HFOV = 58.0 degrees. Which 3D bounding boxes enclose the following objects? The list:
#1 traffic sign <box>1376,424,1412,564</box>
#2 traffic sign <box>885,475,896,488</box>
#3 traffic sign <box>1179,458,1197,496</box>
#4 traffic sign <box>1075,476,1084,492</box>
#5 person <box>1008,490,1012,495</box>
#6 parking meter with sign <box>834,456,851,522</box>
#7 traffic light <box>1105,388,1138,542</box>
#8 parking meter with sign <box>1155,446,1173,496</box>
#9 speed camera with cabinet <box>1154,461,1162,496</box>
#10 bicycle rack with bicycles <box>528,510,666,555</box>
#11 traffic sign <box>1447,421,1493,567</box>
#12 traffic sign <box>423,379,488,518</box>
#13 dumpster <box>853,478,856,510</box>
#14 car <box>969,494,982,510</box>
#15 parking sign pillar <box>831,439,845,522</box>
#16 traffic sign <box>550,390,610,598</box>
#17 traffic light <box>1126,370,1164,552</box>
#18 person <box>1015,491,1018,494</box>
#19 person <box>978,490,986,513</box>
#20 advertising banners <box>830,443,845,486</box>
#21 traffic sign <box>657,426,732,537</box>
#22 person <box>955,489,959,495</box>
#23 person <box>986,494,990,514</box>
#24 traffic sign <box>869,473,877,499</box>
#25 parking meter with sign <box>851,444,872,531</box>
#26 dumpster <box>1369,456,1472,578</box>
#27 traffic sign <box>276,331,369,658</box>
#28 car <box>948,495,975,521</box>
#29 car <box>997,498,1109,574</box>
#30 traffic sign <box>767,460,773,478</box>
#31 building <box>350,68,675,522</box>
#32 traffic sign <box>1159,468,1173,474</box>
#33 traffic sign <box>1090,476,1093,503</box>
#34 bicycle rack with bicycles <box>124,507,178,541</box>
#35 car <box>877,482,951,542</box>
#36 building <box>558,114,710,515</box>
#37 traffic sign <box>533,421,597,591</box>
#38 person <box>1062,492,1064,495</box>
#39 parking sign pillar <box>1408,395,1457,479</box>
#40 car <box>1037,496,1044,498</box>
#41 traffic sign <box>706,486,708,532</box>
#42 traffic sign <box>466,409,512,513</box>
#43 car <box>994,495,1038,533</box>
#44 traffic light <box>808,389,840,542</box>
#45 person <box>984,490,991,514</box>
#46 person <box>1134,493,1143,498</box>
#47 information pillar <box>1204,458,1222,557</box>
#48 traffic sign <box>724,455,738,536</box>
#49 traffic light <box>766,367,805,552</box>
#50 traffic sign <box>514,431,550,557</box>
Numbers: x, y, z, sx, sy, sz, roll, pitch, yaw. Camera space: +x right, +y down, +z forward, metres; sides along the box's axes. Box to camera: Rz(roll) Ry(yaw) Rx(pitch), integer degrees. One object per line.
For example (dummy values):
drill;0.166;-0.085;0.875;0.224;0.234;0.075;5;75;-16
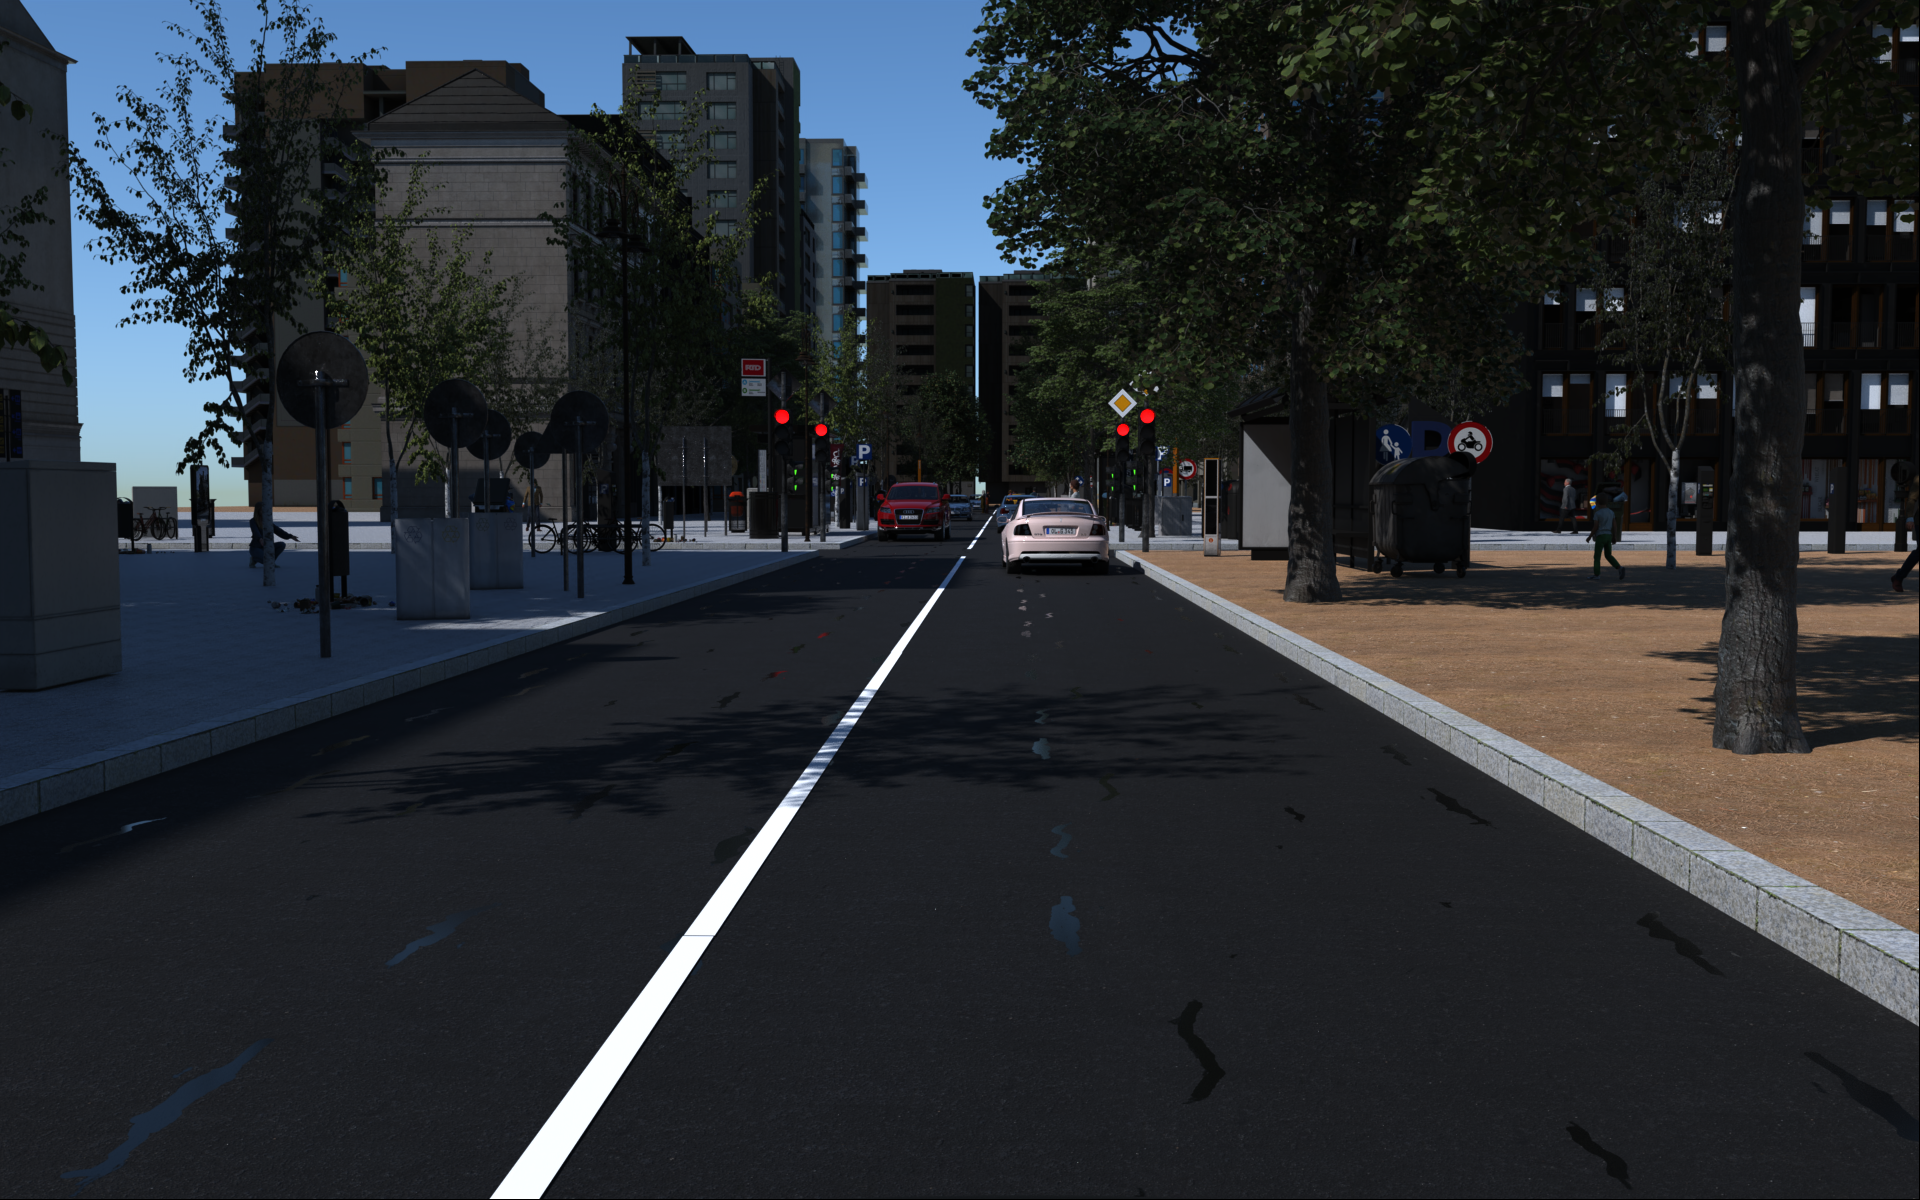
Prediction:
traffic sign;7.843;-1.927;31.608;0.768;2.556;0.104;0;4;2
traffic sign;-4.586;-6.995;114.468;0.768;2.556;0.104;0;4;8
traffic sign;8.000;-3.747;61.362;0.768;2.556;0.104;0;4;8
traffic sign;8.230;-7.360;120.442;0.768;2.556;0.104;1;4;8
person;3.931;-7.435;130.781;0.721;1.743;1.217;0;4;3
parking meter with sign;-5.168;-5.020;78.333;0.543;3.016;1.738;-2;4;-33
traffic light;4.301;-3.499;46.135;0.839;4.253;0.868;0;4;2
parking meter with sign;7.647;-4.066;62.748;0.543;3.016;1.738;2;4;28
speed camera with cabinet;9.504;-5.219;79.666;0.660;3.252;2.038;-1;4;-11
bicycle rack with bicycles;-7.819;-1.466;37.356;2.925;0.926;2.852;-1;4;-9
traffic sign;8.888;-1.844;30.259;0.768;2.556;0.104;0;4;7
traffic sign;-5.584;-1.166;19.165;0.768;2.556;0.104;1;4;11
dumpster;-6.440;-6.120;102.552;1.502;2.255;1.985;0;4;2
car;1.435;-7.966;142.252;2.014;1.417;4.499;0;4;3
parking sign pillar;-5.758;-5.685;81.428;1.447;3.967;1.447;1;4;12
traffic sign;-4.684;-1.297;21.315;0.768;2.556;0.104;1;4;10
traffic light;4.082;-3.011;38.153;0.839;4.253;0.868;0;4;2
person;5.694;-10.250;176.531;0.568;1.767;0.683;-1;4;-20
person;1.665;-7.326;129.008;0.721;1.736;1.217;2;4;27
advertising banners;-5.011;-3.888;59.753;2.074;3.025;0.090;-1;4;-8
traffic sign;-7.953;-3.546;51.848;2.265;3.308;0.079;0;4;5
person;-0.382;-11.383;192.112;0.705;1.831;1.348;1;4;23
person;2.018;-7.005;126.298;0.557;1.426;1.065;-1;4;-10
traffic sign;-5.180;-6.160;100.817;0.768;2.556;0.104;1;4;11
parking meter with sign;-3.426;-3.968;61.135;0.543;3.016;1.738;0;4;-6
dumpster;7.217;-1.309;27.153;1.264;1.857;1.865;0;4;2
traffic sign;-4.988;-0.822;13.541;0.768;2.556;0.104;1;4;8
car;-0.212;-4.986;93.518;2.014;1.417;4.499;0;4;2
car;1.746;-1.232;32.499;2.083;1.381;4.827;0;4;0
traffic sign;-6.617;-3.726;60.649;0.795;2.593;0.064;0;4;6
building;-22.189;-14.025;80.226;10.553;20.767;40.483;0;4;2
traffic sign;10.100;-5.186;84.904;0.768;2.556;0.104;0;4;7
traffic sign;9.066;-7.313;119.670;0.768;2.556;0.104;0;4;5
bicycle rack with bicycles;-23.134;-2.155;48.615;2.852;0.926;2.925;1;4;17
car;-1.388;-2.774;54.027;2.281;1.827;5.304;0;4;3
building;-23.277;-17.120;109.587;12.332;23.373;15.834;0;4;2
traffic sign;-5.220;-1.400;22.890;0.884;2.594;0.081;1;4;9
person;10.492;-10.146;172.865;0.756;1.711;0.436;-3;4;-36
parking sign pillar;12.622;-3.531;46.198;1.447;3.967;1.447;0;4;8
car;3.229;-4.005;78.070;1.945;1.354;3.894;0;4;2
traffic sign;-8.609;-3.585;58.720;0.768;2.556;0.104;1;4;10
traffic sign;-7.084;-1.580;25.944;0.768;2.556;0.104;1;4;8
car;2.258;-3.205;64.409;2.014;1.417;4.499;0;4;2
traffic light;-3.658;-3.512;46.337;0.839;4.253;0.868;0;4;2
person;2.033;-7.207;127.257;0.530;1.710;0.541;1;4;11
person;14.743;-8.310;141.991;1.350;1.814;0.705;3;5;44
information pillar;5.184;-1.898;35.527;0.304;2.012;0.304;1;4;20
traffic sign;-7.249;-3.269;53.559;0.768;2.556;0.104;1;4;9
traffic light;-3.877;-3.023;38.354;0.839;4.253;0.868;0;4;2
traffic sign;-8.695;-2.147;35.214;0.768;2.556;0.104;0;4;5
